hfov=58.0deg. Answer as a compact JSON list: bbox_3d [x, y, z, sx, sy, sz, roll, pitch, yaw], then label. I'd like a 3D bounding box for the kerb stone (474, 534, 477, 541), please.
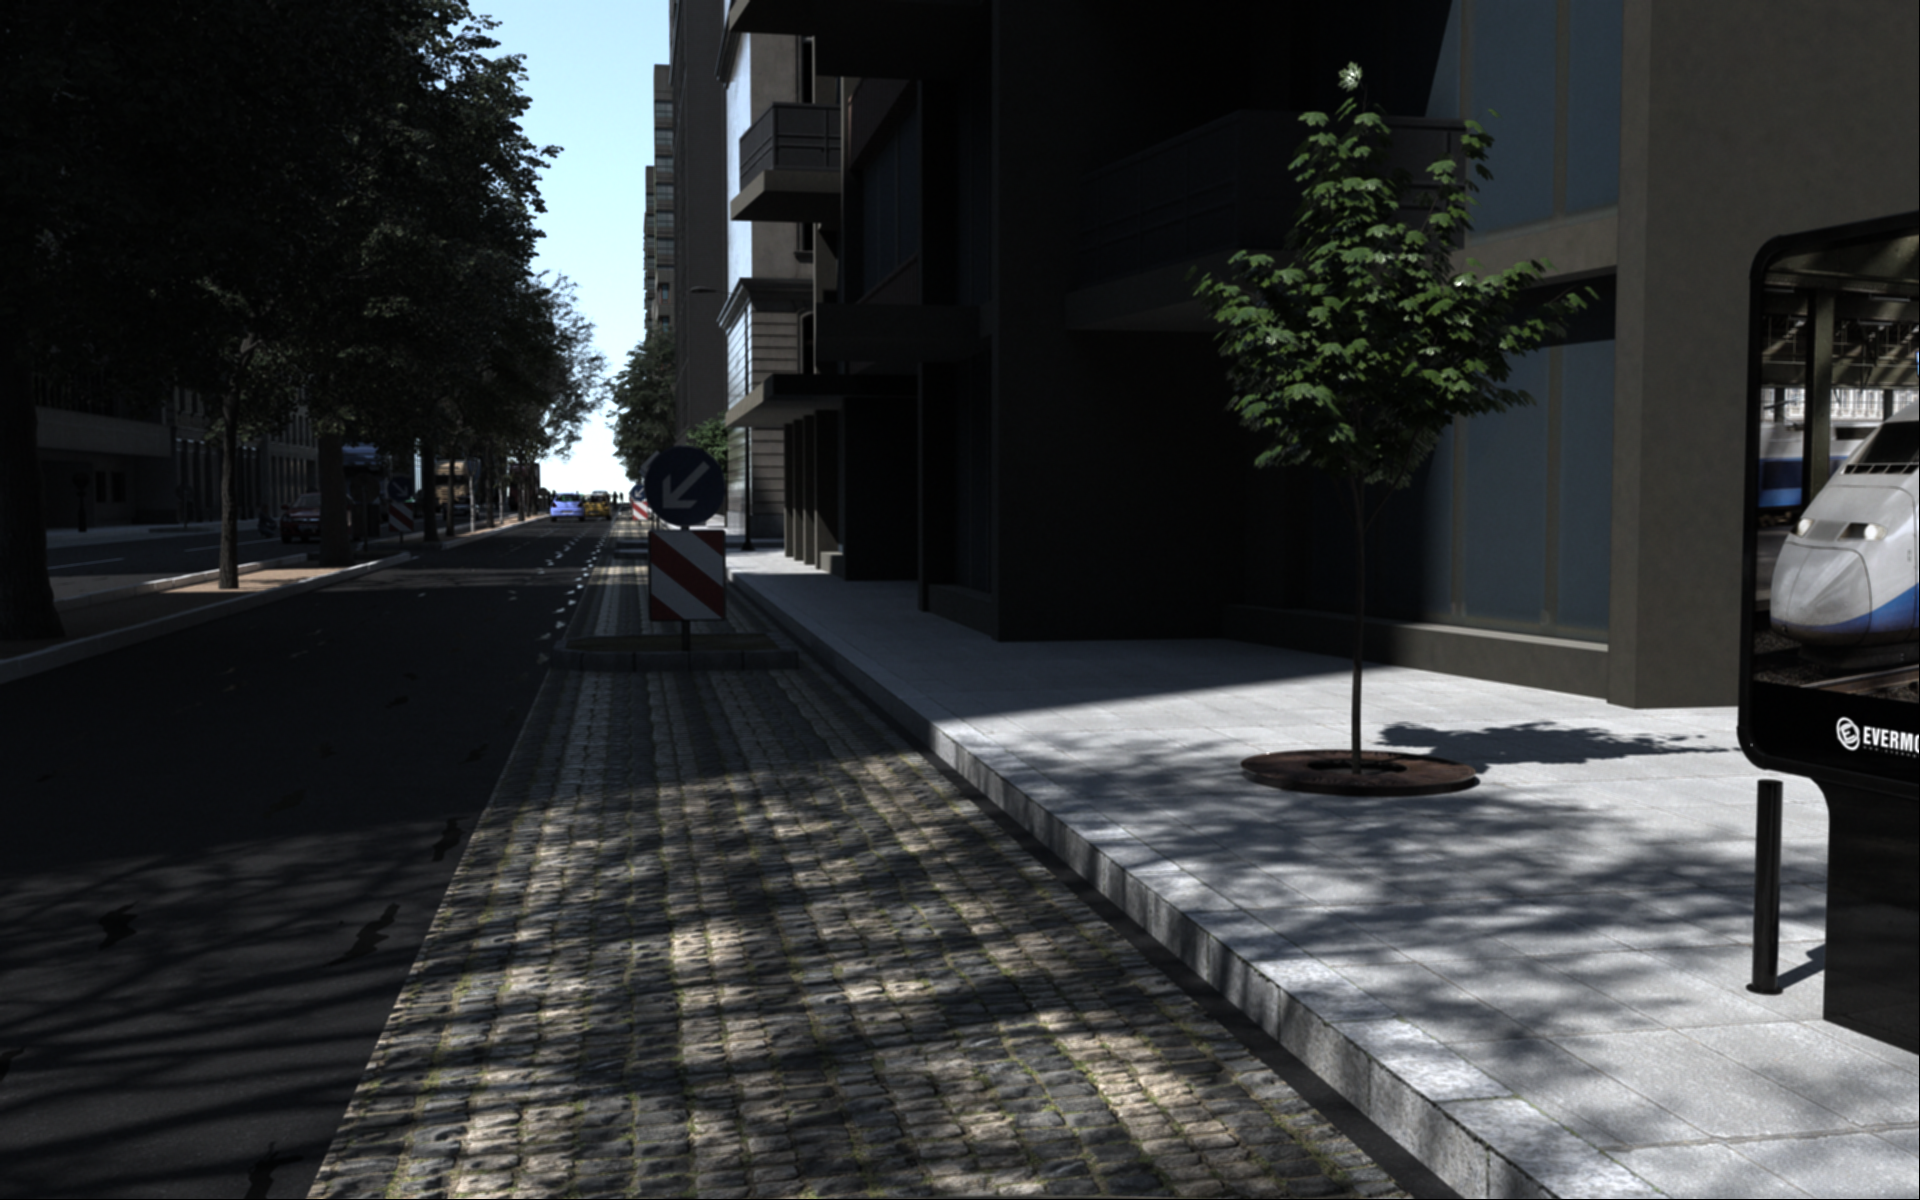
[{"bbox_3d":[-14.891,-1.863,52.715,0.120,0.150,1.000,-1,4,-11],"label":"kerb stone"}]

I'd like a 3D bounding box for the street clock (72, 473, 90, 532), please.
[{"bbox_3d":[-29.592,-3.289,58.350,0.358,2.002,0.471,3,4,37],"label":"street clock"}]

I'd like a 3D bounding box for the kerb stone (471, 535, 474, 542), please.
[{"bbox_3d":[-14.699,-1.802,51.710,0.120,0.150,1.000,-1,4,-11],"label":"kerb stone"}]

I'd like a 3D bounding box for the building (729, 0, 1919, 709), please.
[{"bbox_3d":[8.216,-22.567,23.593,22.147,44.769,28.867,-1,4,-11],"label":"building"}]

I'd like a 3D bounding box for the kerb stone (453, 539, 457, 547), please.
[{"bbox_3d":[-13.732,-1.496,46.679,0.120,0.150,1.000,-1,4,-11],"label":"kerb stone"}]

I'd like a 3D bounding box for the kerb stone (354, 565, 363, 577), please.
[{"bbox_3d":[-10.549,-0.481,30.057,0.120,0.150,1.000,-1,4,-11],"label":"kerb stone"}]

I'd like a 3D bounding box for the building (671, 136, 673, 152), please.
[{"bbox_3d":[-10.985,-19.764,110.529,14.401,28.519,23.554,-1,4,-11],"label":"building"}]

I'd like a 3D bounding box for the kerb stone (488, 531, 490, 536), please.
[{"bbox_3d":[-15.865,-2.175,57.754,0.120,0.150,1.000,-1,4,-11],"label":"kerb stone"}]

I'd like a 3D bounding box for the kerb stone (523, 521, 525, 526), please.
[{"bbox_3d":[-19.526,-3.346,76.907,0.120,0.150,1.000,-1,4,-11],"label":"kerb stone"}]

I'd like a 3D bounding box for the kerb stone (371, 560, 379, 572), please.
[{"bbox_3d":[-10.935,-0.596,32.078,0.120,0.150,1.000,-1,4,-11],"label":"kerb stone"}]

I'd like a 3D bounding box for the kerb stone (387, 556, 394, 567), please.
[{"bbox_3d":[-11.321,-0.727,34.090,0.120,0.150,1.000,-1,4,-11],"label":"kerb stone"}]

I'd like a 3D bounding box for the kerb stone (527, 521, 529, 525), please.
[{"bbox_3d":[-20.112,-3.526,79.919,0.120,0.150,1.000,-1,4,-11],"label":"kerb stone"}]

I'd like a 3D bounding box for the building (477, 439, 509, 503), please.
[{"bbox_3d":[-81.511,-25.010,253.945,27.650,21.520,28.899,-1,4,-11],"label":"building"}]

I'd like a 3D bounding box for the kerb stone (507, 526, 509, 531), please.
[{"bbox_3d":[-17.598,-2.731,66.840,0.120,0.150,1.000,-1,4,-11],"label":"kerb stone"}]

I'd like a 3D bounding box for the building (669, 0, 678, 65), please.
[{"bbox_3d":[-22.770,-45.755,186.347,20.563,71.187,20.611,-1,4,-11],"label":"building"}]

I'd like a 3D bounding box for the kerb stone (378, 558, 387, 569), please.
[{"bbox_3d":[-11.130,-0.666,33.081,0.120,0.150,1.000,-1,4,-11],"label":"kerb stone"}]

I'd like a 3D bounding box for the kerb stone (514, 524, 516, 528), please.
[{"bbox_3d":[-18.373,-2.976,70.859,0.120,0.150,1.000,-1,4,-11],"label":"kerb stone"}]

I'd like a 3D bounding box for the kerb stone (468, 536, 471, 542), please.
[{"bbox_3d":[-14.507,-1.744,50.706,0.120,0.150,1.000,-1,4,-11],"label":"kerb stone"}]

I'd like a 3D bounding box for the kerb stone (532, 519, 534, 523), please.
[{"bbox_3d":[-20.877,-3.771,83.951,0.120,0.150,1.000,-1,4,-11],"label":"kerb stone"}]

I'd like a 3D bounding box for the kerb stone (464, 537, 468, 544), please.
[{"bbox_3d":[-14.312,-1.681,49.703,0.120,0.150,1.000,-1,4,-11],"label":"kerb stone"}]

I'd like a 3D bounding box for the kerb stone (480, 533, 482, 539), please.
[{"bbox_3d":[-15.280,-1.986,54.734,0.120,0.150,1.000,-1,4,-11],"label":"kerb stone"}]

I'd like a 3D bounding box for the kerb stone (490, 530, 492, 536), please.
[{"bbox_3d":[-16.051,-2.237,58.765,0.120,0.150,1.000,-1,4,-11],"label":"kerb stone"}]

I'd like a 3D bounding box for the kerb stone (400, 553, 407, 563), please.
[{"bbox_3d":[-11.707,-0.850,36.097,0.120,0.150,1.000,-1,4,-11],"label":"kerb stone"}]

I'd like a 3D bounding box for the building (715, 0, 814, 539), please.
[{"bbox_3d":[9.625,-14.574,57.362,34.723,24.649,14.460,-1,4,-11],"label":"building"}]

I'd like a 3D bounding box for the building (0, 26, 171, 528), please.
[{"bbox_3d":[-37.160,-14.507,56.250,14.314,24.678,30.058,-1,4,-11],"label":"building"}]

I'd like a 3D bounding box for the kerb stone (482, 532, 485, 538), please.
[{"bbox_3d":[-15.475,-2.048,55.737,0.120,0.150,1.000,-1,4,-11],"label":"kerb stone"}]

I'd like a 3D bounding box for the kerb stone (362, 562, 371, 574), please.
[{"bbox_3d":[-10.743,-0.542,31.061,0.120,0.150,1.000,-1,4,-11],"label":"kerb stone"}]

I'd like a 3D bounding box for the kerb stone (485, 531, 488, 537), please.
[{"bbox_3d":[-15.664,-2.113,56.745,0.120,0.150,1.000,-1,4,-11],"label":"kerb stone"}]

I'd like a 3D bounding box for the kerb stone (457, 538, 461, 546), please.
[{"bbox_3d":[-13.923,-1.557,47.689,0.120,0.150,1.000,-1,4,-11],"label":"kerb stone"}]

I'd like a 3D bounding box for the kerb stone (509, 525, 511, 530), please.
[{"bbox_3d":[-17.792,-2.792,67.843,0.120,0.150,1.000,-1,4,-11],"label":"kerb stone"}]

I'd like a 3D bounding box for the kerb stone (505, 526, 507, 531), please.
[{"bbox_3d":[-17.404,-2.665,65.834,0.120,0.150,1.000,-1,4,-11],"label":"kerb stone"}]

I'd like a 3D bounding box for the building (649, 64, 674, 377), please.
[{"bbox_3d":[-22.722,-29.728,169.641,14.154,41.232,14.086,-1,4,-11],"label":"building"}]

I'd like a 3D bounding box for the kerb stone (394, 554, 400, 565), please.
[{"bbox_3d":[-11.519,-0.789,35.093,0.120,0.150,1.000,-1,4,-11],"label":"kerb stone"}]

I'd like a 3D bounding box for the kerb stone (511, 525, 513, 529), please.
[{"bbox_3d":[-17.981,-2.854,68.853,0.120,0.150,1.000,-1,4,-11],"label":"kerb stone"}]

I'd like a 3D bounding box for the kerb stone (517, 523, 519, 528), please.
[{"bbox_3d":[-18.756,-3.099,72.867,0.120,0.150,1.000,-1,4,-11],"label":"kerb stone"}]

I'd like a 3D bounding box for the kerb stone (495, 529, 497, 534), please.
[{"bbox_3d":[-16.439,-2.359,60.788,0.120,0.150,1.000,-1,4,-11],"label":"kerb stone"}]

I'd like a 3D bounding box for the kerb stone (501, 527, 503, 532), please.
[{"bbox_3d":[-17.023,-2.543,63.822,0.120,0.150,1.000,-1,4,-11],"label":"kerb stone"}]

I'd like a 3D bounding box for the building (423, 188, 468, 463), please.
[{"bbox_3d":[-66.156,-33.915,204.614,14.600,45.320,14.200,-1,4,-11],"label":"building"}]

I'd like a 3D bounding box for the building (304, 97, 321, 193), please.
[{"bbox_3d":[-59.916,-26.537,125.759,32.217,40.220,23.993,-1,4,-11],"label":"building"}]

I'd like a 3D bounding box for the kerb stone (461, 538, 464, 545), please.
[{"bbox_3d":[-14.122,-1.621,48.698,0.120,0.150,1.000,-1,4,-11],"label":"kerb stone"}]

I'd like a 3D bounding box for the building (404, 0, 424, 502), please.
[{"bbox_3d":[-63.100,-52.240,166.799,22.319,86.520,31.000,-1,4,-11],"label":"building"}]

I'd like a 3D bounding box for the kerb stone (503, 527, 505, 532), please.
[{"bbox_3d":[-17.214,-2.608,64.829,0.120,0.150,1.000,-1,4,-11],"label":"kerb stone"}]

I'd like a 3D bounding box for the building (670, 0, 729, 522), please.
[{"bbox_3d":[-7.000,-17.959,87.143,14.314,27.812,24.014,-1,4,-11],"label":"building"}]

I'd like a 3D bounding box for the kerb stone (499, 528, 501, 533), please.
[{"bbox_3d":[-16.828,-2.479,62.810,0.120,0.150,1.000,-1,4,-11],"label":"kerb stone"}]

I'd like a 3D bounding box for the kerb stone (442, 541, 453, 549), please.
[{"bbox_3d":[-13.547,-1.436,45.674,0.120,0.150,1.000,-1,4,-11],"label":"kerb stone"}]

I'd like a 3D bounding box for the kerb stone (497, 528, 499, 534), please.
[{"bbox_3d":[-16.628,-2.419,61.794,0.120,0.150,1.000,-1,4,-11],"label":"kerb stone"}]

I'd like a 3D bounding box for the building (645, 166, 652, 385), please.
[{"bbox_3d":[-32.511,-32.761,219.229,14.154,41.232,14.086,-1,4,-11],"label":"building"}]

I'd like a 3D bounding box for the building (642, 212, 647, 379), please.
[{"bbox_3d":[-36.997,-37.300,264.472,22.147,44.769,28.867,-1,4,-11],"label":"building"}]

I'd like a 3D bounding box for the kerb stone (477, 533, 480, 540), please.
[{"bbox_3d":[-15.084,-1.928,53.725,0.120,0.150,1.000,-1,4,-11],"label":"kerb stone"}]

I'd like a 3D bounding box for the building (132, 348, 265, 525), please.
[{"bbox_3d":[-39.314,-14.150,80.505,9.793,20.994,18.267,-1,4,-11],"label":"building"}]

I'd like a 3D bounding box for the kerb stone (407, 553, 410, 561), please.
[{"bbox_3d":[-11.905,-0.912,37.100,0.120,0.150,1.000,-1,4,-11],"label":"kerb stone"}]

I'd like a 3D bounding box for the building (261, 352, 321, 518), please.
[{"bbox_3d":[-42.946,-14.858,97.681,10.420,20.320,16.860,-1,4,-11],"label":"building"}]

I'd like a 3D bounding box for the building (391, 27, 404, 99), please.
[{"bbox_3d":[-54.747,-30.357,146.451,14.600,45.320,14.200,-1,4,-11],"label":"building"}]

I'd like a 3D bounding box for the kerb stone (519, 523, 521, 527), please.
[{"bbox_3d":[-18.945,-3.160,73.881,0.120,0.150,1.000,-1,4,-11],"label":"kerb stone"}]

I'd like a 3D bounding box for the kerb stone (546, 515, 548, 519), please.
[{"bbox_3d":[-23.580,-4.640,98.057,0.120,0.150,1.000,-1,4,-11],"label":"kerb stone"}]

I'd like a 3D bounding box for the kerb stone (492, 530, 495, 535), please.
[{"bbox_3d":[-16.246,-2.296,59.775,0.120,0.150,1.000,-1,4,-11],"label":"kerb stone"}]

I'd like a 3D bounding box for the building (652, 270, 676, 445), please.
[{"bbox_3d":[-12.424,-18.675,150.368,27.650,21.520,28.899,-1,4,-11],"label":"building"}]

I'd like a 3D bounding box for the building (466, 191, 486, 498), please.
[{"bbox_3d":[-73.724,-34.899,225.218,22.147,44.769,28.867,-1,4,-11],"label":"building"}]
